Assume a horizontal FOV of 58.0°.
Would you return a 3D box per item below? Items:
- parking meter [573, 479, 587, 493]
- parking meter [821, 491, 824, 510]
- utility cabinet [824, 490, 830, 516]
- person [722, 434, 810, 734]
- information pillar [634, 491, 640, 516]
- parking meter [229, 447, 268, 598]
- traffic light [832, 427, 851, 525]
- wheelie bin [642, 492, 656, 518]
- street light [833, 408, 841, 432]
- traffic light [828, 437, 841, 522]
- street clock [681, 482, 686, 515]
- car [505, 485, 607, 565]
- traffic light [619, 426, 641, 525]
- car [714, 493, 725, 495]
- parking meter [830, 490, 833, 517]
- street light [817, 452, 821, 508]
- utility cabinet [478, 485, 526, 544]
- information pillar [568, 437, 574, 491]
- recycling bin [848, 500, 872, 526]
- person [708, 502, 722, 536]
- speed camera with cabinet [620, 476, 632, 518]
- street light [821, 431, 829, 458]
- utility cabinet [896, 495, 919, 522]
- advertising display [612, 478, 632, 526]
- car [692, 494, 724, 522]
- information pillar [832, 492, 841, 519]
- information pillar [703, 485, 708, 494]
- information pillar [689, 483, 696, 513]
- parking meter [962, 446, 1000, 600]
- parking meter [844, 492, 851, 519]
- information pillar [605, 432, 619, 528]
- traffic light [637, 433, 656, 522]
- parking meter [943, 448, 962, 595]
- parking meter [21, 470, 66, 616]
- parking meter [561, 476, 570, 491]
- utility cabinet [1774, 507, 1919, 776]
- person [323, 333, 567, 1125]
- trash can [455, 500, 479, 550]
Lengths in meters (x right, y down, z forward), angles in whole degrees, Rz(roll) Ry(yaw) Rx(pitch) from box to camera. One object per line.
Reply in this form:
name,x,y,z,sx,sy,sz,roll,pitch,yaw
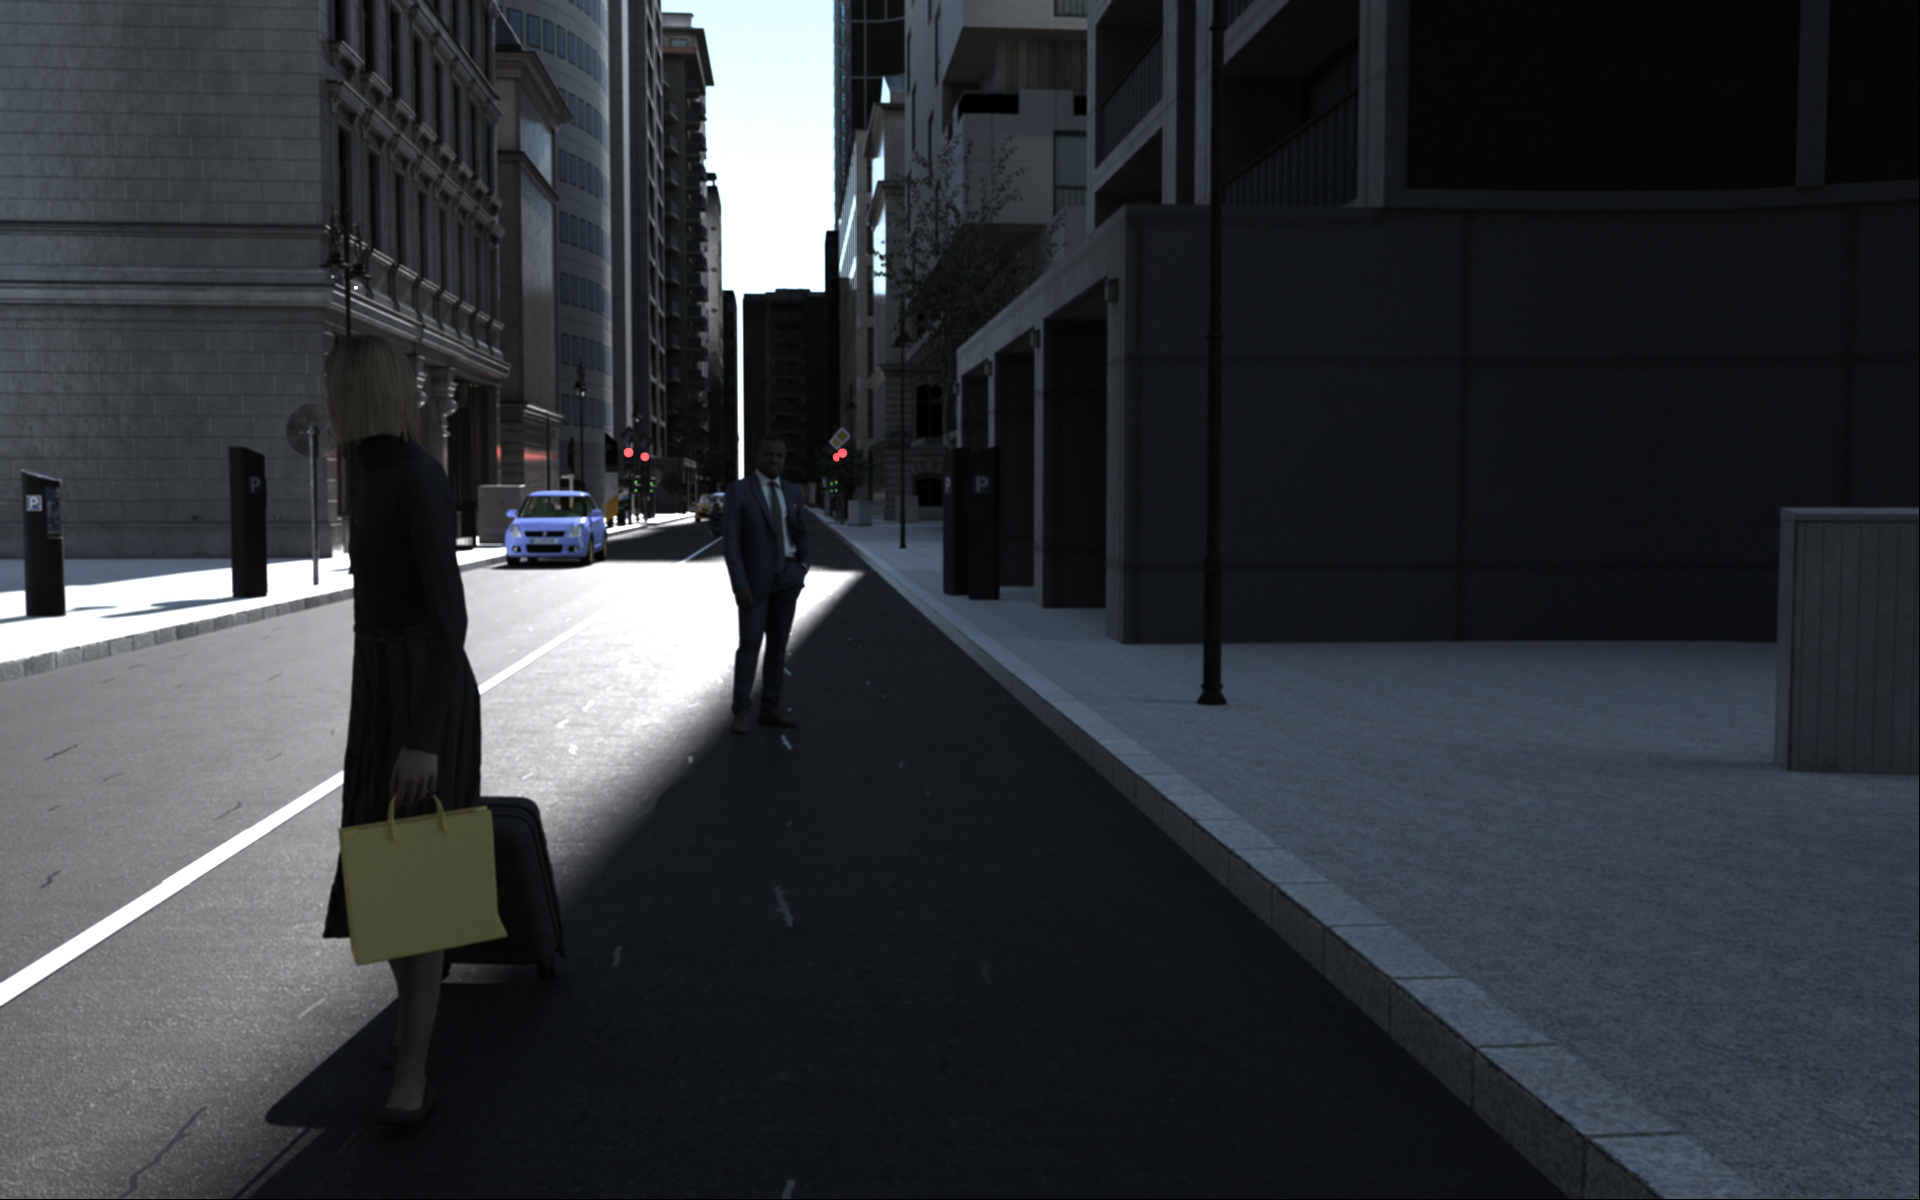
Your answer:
parking meter,-15.063,-3.862,68.849,0.399,1.863,0.255,0,4,2
parking meter,-11.123,-8.278,141.061,0.255,1.863,0.399,-3,4,-36
utility cabinet,-7.346,-5.476,98.203,0.318,1.500,1.173,-2,4,-25
person,-1.209,-0.120,10.650,0.419,1.800,0.721,3,5,44
information pillar,-18.555,-5.802,99.361,0.304,2.012,0.304,0,4,-4
parking meter,-8.860,-0.970,21.579,0.255,1.863,0.399,1,4,20
traffic light,-4.925,-5.093,72.198,0.839,4.253,0.868,0,4,-6
wheelie bin,-16.988,-5.307,94.683,0.693,1.594,0.980,-2,4,-24
street light,-6.613,-7.364,93.191,0.468,5.910,1.993,0,4,-6
traffic light,-5.705,-5.579,80.145,0.839,4.253,0.868,0,4,-6
street clock,-17.160,-6.301,107.588,0.358,2.002,0.471,-1,4,-19
car,-8.351,-1.611,35.938,1.945,1.707,3.694,0,4,-5
traffic light,-13.593,-5.041,71.335,0.839,4.253,0.868,0,4,-6
car,-14.457,-5.852,105.264,1.945,1.707,3.694,0,4,-6
parking meter,-7.036,-5.365,96.136,0.372,1.533,0.369,0,3,0
street light,-12.450,-11.093,154.152,0.468,5.910,1.993,0,4,-6
utility cabinet,-11.535,-2.136,43.608,1.173,1.500,0.318,1,4,15
information pillar,-16.065,-4.905,71.549,0.183,3.616,0.504,-2,4,-32
recycling bin,-4.039,-3.504,69.848,0.722,1.027,0.722,-3,5,-43
person,-8.166,-2.734,58.706,0.738,1.151,1.012,0,4,-7
speed camera with cabinet,-17.601,-5.900,90.798,0.660,3.252,2.038,-1,4,-18
street light,-9.510,-9.236,123.799,0.468,5.910,1.993,0,4,-6
utility cabinet,-2.440,-4.202,79.859,1.020,1.237,0.306,-1,4,-20
advertising display,-13.803,-3.994,70.523,0.974,1.923,0.123,2,4,26
car,-12.820,-4.853,89.564,2.015,1.641,3.980,0,4,-7
information pillar,-6.267,-5.101,87.888,0.304,2.012,0.304,2,4,30
information pillar,-19.987,-8.038,135.907,0.304,2.012,0.304,1,4,21
information pillar,-18.059,-6.879,116.958,0.304,2.012,0.304,-3,4,-37
parking meter,0.273,-0.940,21.078,0.399,1.863,0.255,1,4,10
parking meter,-5.783,-5.097,89.050,0.399,1.863,0.255,2,4,33
information pillar,-13.168,-4.530,65.414,0.504,3.616,0.183,-1,4,-14
traffic light,-14.373,-5.527,79.282,0.839,4.253,0.868,0,4,-6
parking meter,-0.041,-1.000,22.063,0.255,1.863,0.399,-1,4,-21
parking meter,-9.677,-0.604,18.290,0.372,1.533,0.369,0,3,0
parking meter,-12.438,-2.990,54.605,0.255,1.863,0.399,-1,4,-9
utility cabinet,4.354,0.194,7.994,1.020,1.237,0.306,1,4,12
person,-1.306,0.261,4.451,0.699,1.804,1.509,0,4,5
trash can,-11.428,-1.721,39.793,0.748,1.137,0.748,0,3,0
